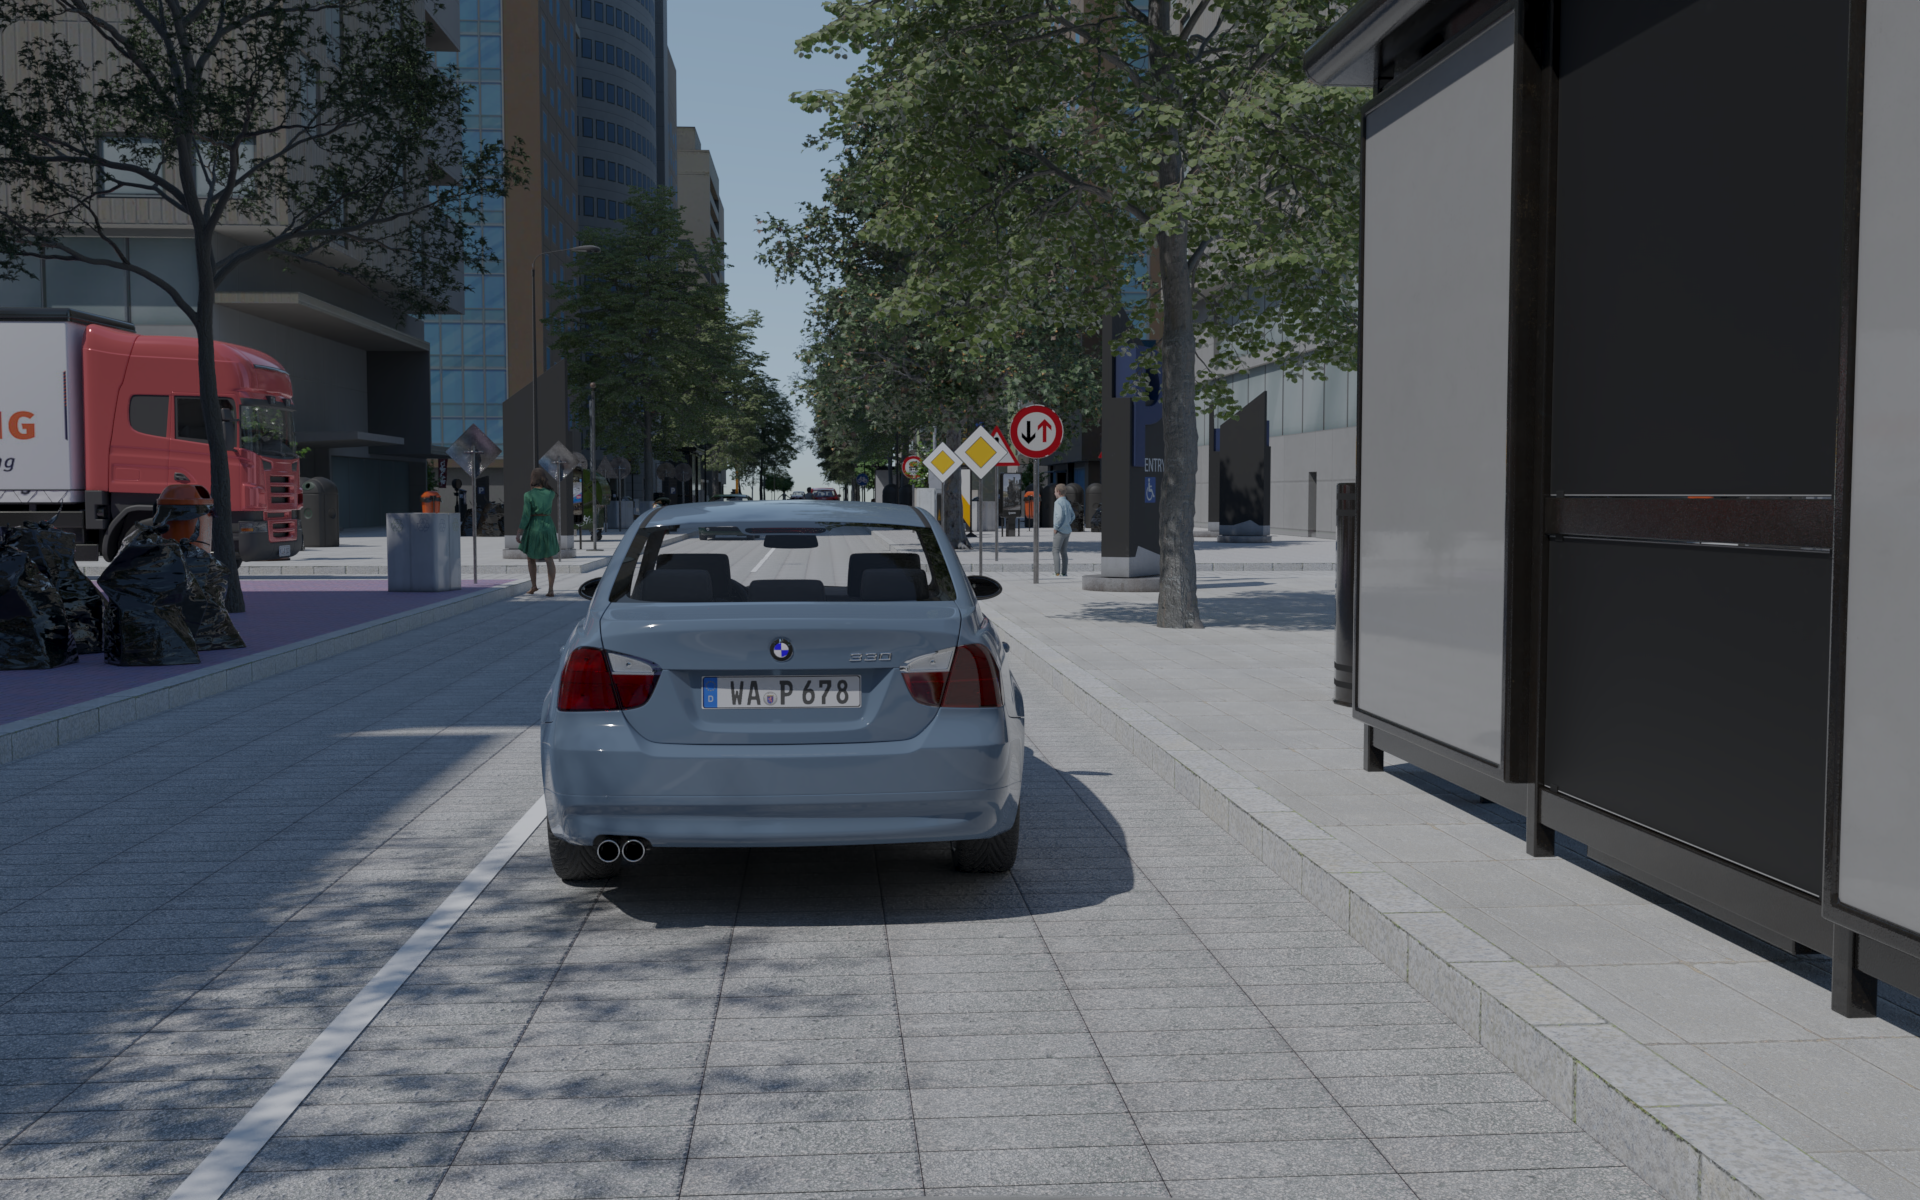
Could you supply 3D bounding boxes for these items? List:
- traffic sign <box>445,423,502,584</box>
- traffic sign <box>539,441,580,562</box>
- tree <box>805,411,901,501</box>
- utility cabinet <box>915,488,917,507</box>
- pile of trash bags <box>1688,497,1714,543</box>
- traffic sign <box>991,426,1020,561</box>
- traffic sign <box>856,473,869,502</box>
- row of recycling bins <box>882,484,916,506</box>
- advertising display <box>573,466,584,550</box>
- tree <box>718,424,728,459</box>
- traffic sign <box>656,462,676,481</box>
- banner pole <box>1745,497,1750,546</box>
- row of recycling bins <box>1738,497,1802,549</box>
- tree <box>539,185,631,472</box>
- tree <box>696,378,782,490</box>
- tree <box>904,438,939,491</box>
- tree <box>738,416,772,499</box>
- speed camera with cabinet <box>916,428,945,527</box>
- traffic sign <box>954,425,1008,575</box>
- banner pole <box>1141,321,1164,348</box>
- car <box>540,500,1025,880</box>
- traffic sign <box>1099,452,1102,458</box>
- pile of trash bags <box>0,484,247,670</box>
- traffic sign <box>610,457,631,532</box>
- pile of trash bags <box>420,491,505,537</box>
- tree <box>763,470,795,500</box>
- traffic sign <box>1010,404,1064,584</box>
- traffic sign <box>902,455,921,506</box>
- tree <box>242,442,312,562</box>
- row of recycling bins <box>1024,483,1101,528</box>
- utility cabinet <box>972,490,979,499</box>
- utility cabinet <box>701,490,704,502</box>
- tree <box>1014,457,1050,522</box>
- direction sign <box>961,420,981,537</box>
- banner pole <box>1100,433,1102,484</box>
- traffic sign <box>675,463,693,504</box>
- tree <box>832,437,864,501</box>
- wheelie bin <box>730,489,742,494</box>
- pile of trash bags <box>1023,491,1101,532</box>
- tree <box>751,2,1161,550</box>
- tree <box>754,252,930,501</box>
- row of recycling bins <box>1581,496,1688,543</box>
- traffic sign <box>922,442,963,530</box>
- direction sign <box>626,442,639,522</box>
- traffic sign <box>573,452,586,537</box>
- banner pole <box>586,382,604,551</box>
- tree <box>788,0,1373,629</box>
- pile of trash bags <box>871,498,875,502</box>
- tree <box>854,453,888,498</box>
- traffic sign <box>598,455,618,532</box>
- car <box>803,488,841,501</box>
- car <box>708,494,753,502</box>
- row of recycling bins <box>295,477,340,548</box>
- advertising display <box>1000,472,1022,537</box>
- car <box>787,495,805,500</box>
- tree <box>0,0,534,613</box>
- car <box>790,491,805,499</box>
[{"bbox_3d":[-6.923,-1.288,24.695,0.795,2.450,0.064,0,4,-5],"label":"traffic sign"},{"bbox_3d":[-7.556,-1.774,32.655,0.795,2.450,0.064,0,4,-5],"label":"traffic sign"},{"bbox_3d":[-12.244,-17.805,197.764,9.857,13.997,8.962,0,3,0],"label":"tree"},{"bbox_3d":[-1.244,-3.776,70.423,0.318,1.500,1.173,3,5,44],"label":"utility cabinet"},{"bbox_3d":[15.790,-1.881,40.512,3.447,1.369,1.912,2,4,29],"label":"pile of trash bags"},{"bbox_3d":[0.699,-2.019,33.012,0.884,2.594,0.081,0,4,3],"label":"traffic sign"},{"bbox_3d":[-6.018,-6.530,106.866,0.768,2.556,0.104,0,4,2],"label":"traffic sign"},{"bbox_3d":[-1.575,-3.718,67.906,3.534,1.692,1.069,2,4,33],"label":"row of recycling bins"},{"bbox_3d":[-9.140,-2.113,39.760,0.974,1.923,0.123,-2,4,-25],"label":"advertising display"},{"bbox_3d":[-20.690,-16.646,182.535,12.009,13.543,11.850,0,3,0],"label":"tree"},{"bbox_3d":[-11.761,-4.233,69.322,0.768,2.556,0.104,0,4,-1],"label":"traffic sign"},{"bbox_3d":[15.960,-2.764,35.208,0.401,3.779,0.863,0,4,5],"label":"banner pole"},{"bbox_3d":[20.175,-2.055,40.714,3.534,1.692,1.069,0,3,0],"label":"row of recycling bins"},{"bbox_3d":[-11.508,-8.898,63.602,7.486,12.596,7.792,0,3,0],"label":"tree"},{"bbox_3d":[-16.857,-11.995,130.537,7.601,10.594,8.767,1,4,10],"label":"tree"},{"bbox_3d":[-0.792,-3.610,53.627,1.663,3.219,1.824,0,3,0],"label":"tree"},{"bbox_3d":[-18.276,-12.249,150.626,4.360,8.622,3.978,0,3,0],"label":"tree"},{"bbox_3d":[-0.719,-3.397,49.883,0.660,3.252,2.038,1,4,14],"label":"speed camera with cabinet"},{"bbox_3d":[0.300,-1.321,25.246,0.795,2.450,0.064,0,4,-5],"label":"traffic sign"},{"bbox_3d":[2.723,-2.124,24.741,0.863,3.779,0.401,0,4,-4],"label":"banner pole"},{"bbox_3d":[-0.758,0.259,7.775,2.014,1.417,4.499,0,4,-5],"label":"car"},{"bbox_3d":[2.483,-1.565,25.598,0.884,2.594,0.081,0,4,-1],"label":"traffic sign"},{"bbox_3d":[-6.844,-0.275,14.249,1.912,1.369,3.447,0,4,-7],"label":"pile of trash bags"},{"bbox_3d":[-11.634,-3.616,59.227,0.768,2.556,0.104,0,4,4],"label":"traffic sign"},{"bbox_3d":[-14.542,-2.599,52.249,3.447,1.369,1.912,-2,4,-35],"label":"pile of trash bags"},{"bbox_3d":[-26.667,-17.115,263.541,4.285,4.588,4.351,0,3,0],"label":"tree"},{"bbox_3d":[1.090,-1.506,24.724,0.768,2.556,0.104,0,4,3],"label":"traffic sign"},{"bbox_3d":[-1.539,-3.497,57.284,0.768,2.556,0.104,0,4,-4],"label":"traffic sign"},{"bbox_3d":[-13.546,-2.372,33.377,1.663,3.219,1.824,0,3,0],"label":"tree"},{"bbox_3d":[3.967,-3.581,65.657,3.534,1.692,1.069,2,4,35],"label":"row of recycling bins"},{"bbox_3d":[0.533,-5.391,96.825,1.173,1.500,0.318,2,4,26],"label":"utility cabinet"},{"bbox_3d":[-12.538,-4.575,83.477,0.318,1.500,1.173,-2,4,-28],"label":"utility cabinet"},{"bbox_3d":[3.243,-5.221,79.967,1.663,3.219,1.824,0,3,0],"label":"tree"},{"bbox_3d":[0.328,-3.653,51.723,0.876,3.537,0.379,-1,4,-19],"label":"direction sign"},{"bbox_3d":[5.902,-4.994,71.676,0.401,3.779,0.863,1,4,22],"label":"banner pole"},{"bbox_3d":[-11.408,-4.362,71.424,0.768,2.556,0.104,0,4,-1],"label":"traffic sign"},{"bbox_3d":[-10.529,-13.670,173.869,4.737,8.622,4.395,0,3,0],"label":"tree"},{"bbox_3d":[-13.782,-6.044,106.732,0.980,1.594,0.693,2,4,30],"label":"wheelie bin"},{"bbox_3d":[3.756,-3.015,59.041,3.447,1.369,1.912,2,4,25],"label":"pile of trash bags"},{"bbox_3d":[-0.106,-7.515,39.873,9.611,12.733,9.660,0,3,0],"label":"tree"},{"bbox_3d":[-3.392,-10.692,85.187,12.009,13.543,11.850,0,3,0],"label":"tree"},{"bbox_3d":[6.504,-0.786,19.962,3.534,1.692,1.069,0,4,2],"label":"row of recycling bins"},{"bbox_3d":[-0.333,-1.808,33.206,0.795,2.450,0.064,0,4,-5],"label":"traffic sign"},{"bbox_3d":[-13.170,-4.749,69.644,0.379,3.537,0.876,1,4,22],"label":"direction sign"},{"bbox_3d":[-11.625,-3.190,52.269,0.768,2.556,0.104,0,4,-4],"label":"traffic sign"},{"bbox_3d":[-8.211,-2.977,38.694,0.401,3.779,0.863,0,4,-4],"label":"banner pole"},{"bbox_3d":[1.800,-5.988,16.037,7.486,12.596,7.792,0,3,0],"label":"tree"},{"bbox_3d":[-4.015,-5.947,106.992,1.912,1.369,3.447,1,4,19],"label":"pile of trash bags"},{"bbox_3d":[-6.639,-9.105,132.577,4.285,4.588,4.351,0,3,0],"label":"tree"},{"bbox_3d":[-11.913,-3.559,58.186,0.884,2.594,0.081,0,4,3],"label":"traffic sign"},{"bbox_3d":[-8.203,-5.795,103.419,2.281,1.827,5.304,0,4,-7],"label":"car"},{"bbox_3d":[-7.308,-2.769,55.065,2.009,1.686,4.222,0,4,-3],"label":"car"},{"bbox_3d":[-16.467,-2.179,42.742,3.534,1.692,1.069,3,5,41],"label":"row of recycling bins"},{"bbox_3d":[1.523,-2.865,52.063,0.123,1.923,0.974,3,4,37],"label":"advertising display"},{"bbox_3d":[-16.370,-9.848,173.594,1.945,1.354,3.894,0,4,-4],"label":"car"},{"bbox_3d":[-8.236,-5.135,18.372,7.601,10.594,8.767,-1,4,-20],"label":"tree"},{"bbox_3d":[-20.810,-13.153,223.717,2.281,1.827,5.304,0,4,-6],"label":"car"}]
